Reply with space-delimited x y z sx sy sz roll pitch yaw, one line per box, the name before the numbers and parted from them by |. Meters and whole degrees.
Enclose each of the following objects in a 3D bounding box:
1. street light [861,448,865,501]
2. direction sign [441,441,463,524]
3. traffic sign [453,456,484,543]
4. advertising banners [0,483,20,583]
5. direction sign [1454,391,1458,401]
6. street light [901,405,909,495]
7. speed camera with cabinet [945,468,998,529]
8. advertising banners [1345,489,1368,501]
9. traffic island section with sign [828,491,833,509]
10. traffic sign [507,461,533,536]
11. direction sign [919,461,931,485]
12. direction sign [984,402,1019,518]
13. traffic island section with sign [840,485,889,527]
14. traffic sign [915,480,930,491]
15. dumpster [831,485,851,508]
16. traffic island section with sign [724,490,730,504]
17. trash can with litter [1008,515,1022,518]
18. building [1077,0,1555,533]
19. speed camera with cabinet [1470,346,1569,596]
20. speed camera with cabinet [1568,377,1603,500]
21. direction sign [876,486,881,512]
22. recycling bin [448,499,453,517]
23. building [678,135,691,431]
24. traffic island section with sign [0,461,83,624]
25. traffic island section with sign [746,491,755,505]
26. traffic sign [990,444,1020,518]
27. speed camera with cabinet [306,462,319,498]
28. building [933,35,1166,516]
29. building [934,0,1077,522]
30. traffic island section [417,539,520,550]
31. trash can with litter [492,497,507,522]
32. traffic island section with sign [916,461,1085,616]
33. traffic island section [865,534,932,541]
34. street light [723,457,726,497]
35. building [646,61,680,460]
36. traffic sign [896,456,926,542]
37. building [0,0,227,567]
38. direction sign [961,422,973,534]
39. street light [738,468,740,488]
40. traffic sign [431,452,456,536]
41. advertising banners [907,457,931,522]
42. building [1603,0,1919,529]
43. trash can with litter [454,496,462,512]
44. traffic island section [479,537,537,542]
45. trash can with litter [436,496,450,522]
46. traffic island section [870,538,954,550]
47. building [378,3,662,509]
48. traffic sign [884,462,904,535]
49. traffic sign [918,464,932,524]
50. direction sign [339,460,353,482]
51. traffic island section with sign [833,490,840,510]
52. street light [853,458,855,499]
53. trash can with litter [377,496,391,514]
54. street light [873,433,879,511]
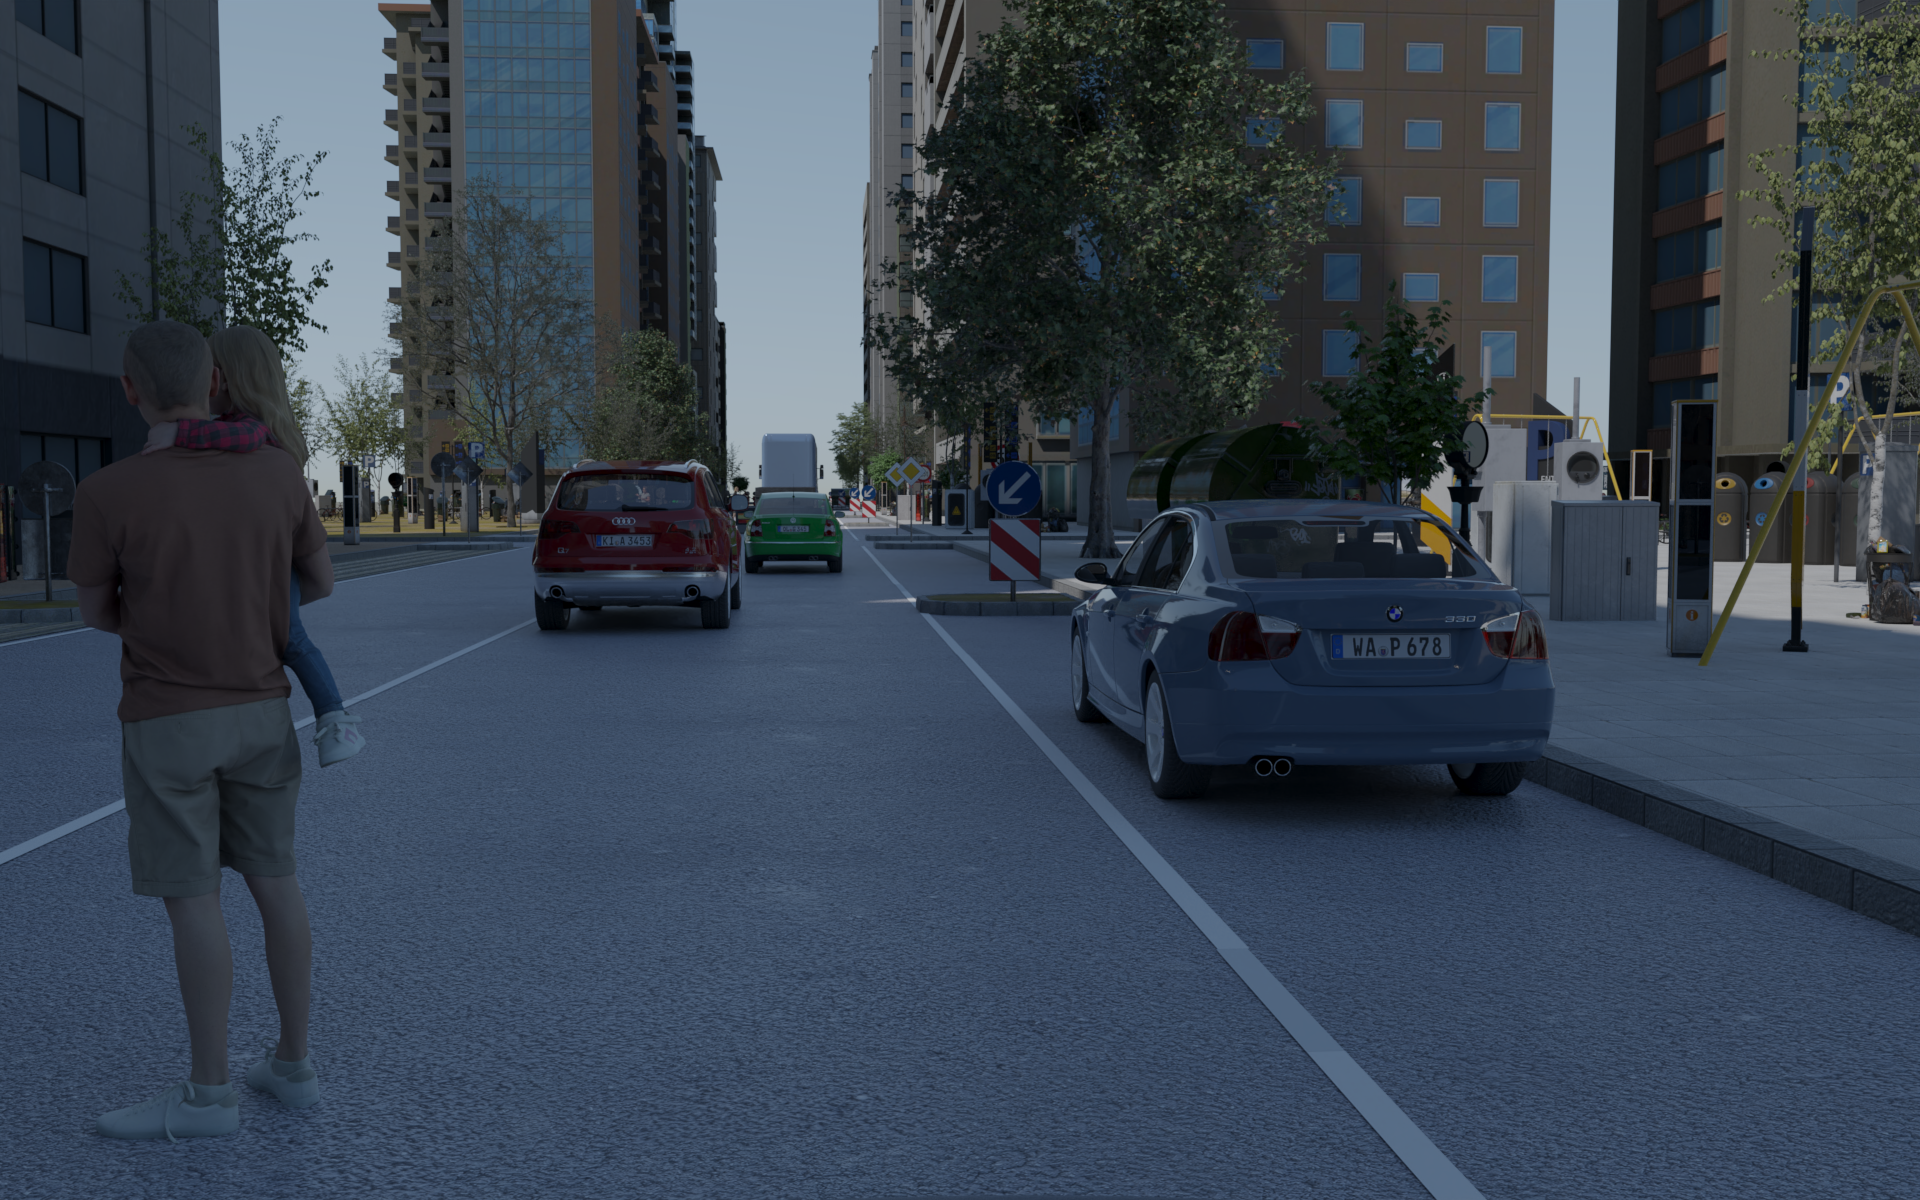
street light | -9.223 -11.763 165.104 0.468 5.910 1.993 0 4 -5
direction sign | -21.826 -5.048 74.535 0.876 3.537 0.379 -1 4 -15
traffic sign | -12.806 -2.537 45.129 0.795 2.450 0.064 0 4 -5
advertising banners | -13.896 -1.765 25.046 0.090 3.025 2.074 -1 4 -18
direction sign | 10.521 -2.811 37.952 0.876 3.537 0.379 -2 4 -24
street light | -2.871 -7.147 89.645 0.468 5.910 1.993 0 4 -5
speed camera with cabinet | 0.489 -4.194 62.901 2.038 3.252 0.660 1 4 18
advertising banners | 8.658 -2.757 41.261 2.074 3.025 0.090 1 4 12
traffic island section with sign | -10.604 -8.872 153.688 1.989 1.847 2.006 0 4 -5
traffic sign | -13.472 -3.024 53.086 0.795 2.450 0.064 0 4 -5
direction sign | -2.399 -7.770 119.038 0.876 3.537 0.379 1 4 19
direction sign | 1.011 -3.102 42.722 0.876 3.537 0.379 1 4 14
traffic island section with sign | -4.174 -4.167 76.766 1.989 1.847 2.006 0 4 -5
traffic sign | -1.861 -5.003 81.807 0.884 2.594 0.081 0 3 0
dumpster | -11.403 -9.844 165.904 1.985 2.255 1.502 0 4 -4
traffic island section with sign | -24.069 -10.440 179.327 1.989 1.847 2.006 0 4 -5
trash can with litter | 2.159 -2.972 59.972 1.055 1.170 0.624 0 4 5
building | 12.074 -25.277 63.382 14.200 45.320 14.600 0 4 -5
speed camera with cabinet | 7.233 -1.729 22.605 0.660 3.252 2.038 0 4 2
speed camera with cabinet | 9.736 -2.135 29.247 2.038 3.252 0.660 0 4 4
direction sign | -5.948 -8.222 126.428 0.379 3.537 0.876 3 5 43
recycling bin | -29.122 -5.229 98.042 0.722 1.027 0.722 -2 4 -26
building | -37.263 -31.033 190.991 14.154 41.232 14.086 0 4 -5
traffic island section with sign | -10.733 -0.693 19.966 1.989 1.847 2.006 0 4 -5
traffic island section with sign | -30.976 -15.496 261.980 1.989 1.847 2.006 0 4 -5
traffic sign | 1.131 -2.678 43.895 0.768 2.556 0.104 0 4 -4
speed camera with cabinet | -39.467 -6.741 104.543 0.660 3.252 2.038 0 4 7
building | 5.570 -28.797 120.948 14.600 45.320 14.200 0 4 -5
building | 10.000 -28.463 89.069 21.300 48.544 21.600 0 4 -5
traffic island section | -12.829 -1.401 45.188 2.009 0.180 2.903 0 4 -5
trash can with litter | -20.749 -4.108 78.557 1.055 1.170 0.624 3 4 37
traffic island section with sign | 0.472 -0.774 21.290 1.989 1.847 2.006 0 4 -5
traffic island section | -1.944 -1.946 54.104 2.009 0.180 2.903 0 4 -5
street light | -28.891 -14.662 212.503 0.468 5.910 1.993 0 4 -5
building | -36.104 -32.179 176.242 14.600 45.320 14.200 0 4 -5
traffic sign | -1.300 -2.595 46.068 0.795 2.450 0.064 0 4 -5
building | -27.392 -36.275 31.356 20.611 71.187 20.563 0 4 -5
direction sign | 0.230 -3.861 55.129 0.379 3.537 0.876 1 4 12
street light | -32.067 -17.041 251.414 0.468 5.910 1.993 0 4 -5
traffic sign | -15.686 -3.211 52.600 0.768 2.556 0.104 0 4 -2
advertising banners | -1.924 -5.172 80.752 0.090 3.025 2.074 -2 4 -32
building | 41.187 -25.384 69.651 28.867 44.769 22.147 0 4 -5
trash can with litter | -35.917 -6.863 123.604 1.055 1.170 0.624 -1 4 -9
traffic island section | -13.495 -1.888 53.146 2.009 0.180 2.903 0 4 -5
trash can with litter | -23.946 -4.214 80.283 0.624 1.170 1.055 -1 4 -15
traffic island section | -1.278 -1.460 46.147 2.009 0.180 2.903 0 4 -5
building | -38.498 -30.573 154.490 22.147 44.769 28.867 0 4 -5
traffic sign | -1.967 -3.082 54.025 0.795 2.450 0.064 0 4 -5
traffic sign | -1.574 -4.516 73.949 0.768 2.556 0.104 0 4 -1
direction sign | -41.169 -7.600 116.251 0.876 3.537 0.379 -1 4 -16
traffic island section with sign | -6.417 -5.810 103.628 1.989 1.847 2.006 0 4 -5
street light | -12.556 -14.195 204.876 0.468 5.910 1.993 0 4 -5
trash can with litter | -36.400 -5.993 109.371 0.624 1.170 1.055 1 4 10
street light | -6.220 -9.534 128.661 0.468 5.910 1.993 0 4 -5
